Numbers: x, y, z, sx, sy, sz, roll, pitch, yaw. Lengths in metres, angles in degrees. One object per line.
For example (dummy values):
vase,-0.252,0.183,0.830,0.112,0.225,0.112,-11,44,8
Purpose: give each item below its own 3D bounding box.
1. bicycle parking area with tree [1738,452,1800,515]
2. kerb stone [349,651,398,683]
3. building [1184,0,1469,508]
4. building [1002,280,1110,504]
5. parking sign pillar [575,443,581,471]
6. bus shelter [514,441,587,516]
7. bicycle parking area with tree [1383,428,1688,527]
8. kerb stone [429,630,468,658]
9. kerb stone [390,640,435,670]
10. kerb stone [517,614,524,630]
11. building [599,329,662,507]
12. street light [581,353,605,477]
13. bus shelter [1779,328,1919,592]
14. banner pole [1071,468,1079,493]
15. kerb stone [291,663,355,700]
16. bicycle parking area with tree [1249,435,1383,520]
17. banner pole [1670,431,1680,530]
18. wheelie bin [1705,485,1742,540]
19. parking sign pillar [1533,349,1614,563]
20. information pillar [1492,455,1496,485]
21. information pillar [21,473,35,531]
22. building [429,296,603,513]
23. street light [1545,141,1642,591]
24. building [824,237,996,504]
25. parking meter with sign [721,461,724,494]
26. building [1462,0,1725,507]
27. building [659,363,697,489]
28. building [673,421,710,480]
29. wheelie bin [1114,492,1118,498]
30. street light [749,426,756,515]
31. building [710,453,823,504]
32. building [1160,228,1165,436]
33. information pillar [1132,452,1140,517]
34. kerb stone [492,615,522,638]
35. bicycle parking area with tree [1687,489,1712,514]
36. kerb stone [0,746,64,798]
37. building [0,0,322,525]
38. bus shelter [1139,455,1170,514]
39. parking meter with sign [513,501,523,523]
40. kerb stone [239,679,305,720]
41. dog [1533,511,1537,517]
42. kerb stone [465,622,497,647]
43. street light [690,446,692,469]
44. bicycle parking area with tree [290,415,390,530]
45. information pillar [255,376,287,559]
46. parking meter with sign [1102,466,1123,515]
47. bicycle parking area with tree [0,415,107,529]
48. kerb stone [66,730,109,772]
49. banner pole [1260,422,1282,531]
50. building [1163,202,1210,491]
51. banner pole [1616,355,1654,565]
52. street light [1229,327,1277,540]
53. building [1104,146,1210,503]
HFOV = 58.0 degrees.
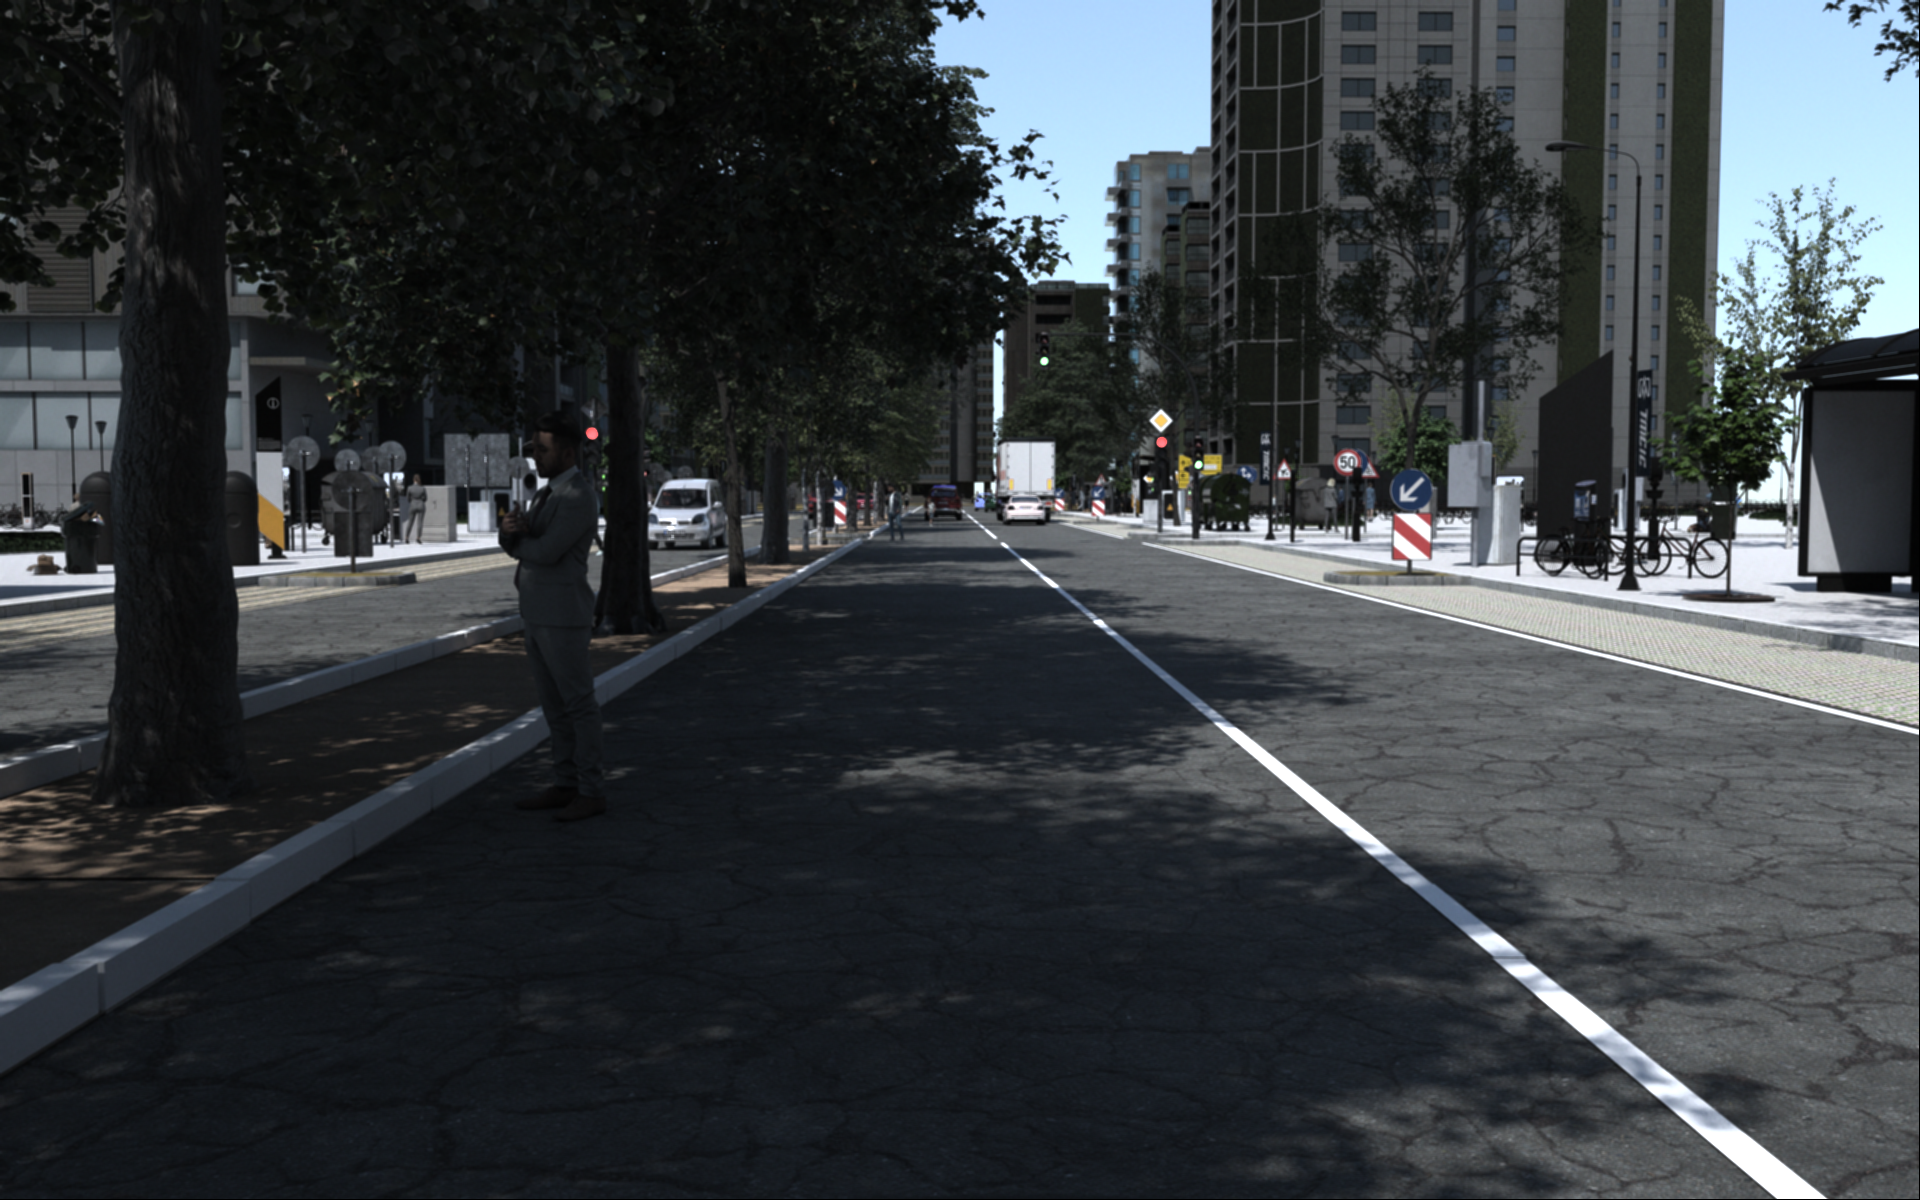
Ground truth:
bicycle parking area with tree,48.102,-7.446,108.736,9.016,4.147,8.231,1,4,14
kerb stone,-4.608,0.538,13.461,0.120,0.150,1.000,0,4,-1
building,31.848,-43.773,153.932,20.563,71.187,20.611,0,4,-1
building,12.990,-28.473,237.227,14.107,30.474,14.160,0,4,-1
parking sign pillar,-13.676,-4.387,60.202,1.447,3.967,1.447,2,4,34
bus shelter,-15.412,-4.438,66.479,2.014,3.302,5.546,0,4,0
bicycle parking area with tree,23.822,-5.233,72.556,9.016,4.147,8.231,-1,4,-10
kerb stone,-4.624,0.409,15.505,0.120,0.150,1.000,0,4,-1
kerb stone,-4.617,0.472,14.483,0.120,0.150,1.000,0,4,-1
kerb stone,-4.658,0.222,18.580,0.120,0.150,1.000,0,4,-1
building,-41.406,-18.439,146.513,27.650,21.520,28.899,0,4,-1
street light,-11.830,-5.150,56.739,1.470,5.913,1.316,0,4,-1
bus shelter,11.802,-1.599,20.064,2.014,3.302,5.546,0,4,-1
banner pole,8.836,-8.684,131.992,0.863,3.779,0.401,1,4,20
kerb stone,-4.595,0.597,12.435,0.120,0.150,1.000,0,4,-1
bicycle parking area with tree,18.104,-6.140,87.385,9.016,4.147,8.231,0,4,4
banner pole,25.152,-4.338,60.941,0.401,3.779,0.863,3,5,42
wheelie bin,21.513,-2.500,48.788,0.980,1.594,0.693,2,4,32
parking sign pillar,11.640,-2.709,32.768,1.447,3.967,1.447,2,4,26
information pillar,9.899,-1.729,32.758,0.304,2.012,0.304,-3,4,-37
information pillar,-32.833,-3.457,61.011,0.304,2.012,0.304,-1,4,-12
building,-32.738,-26.508,117.003,14.154,41.232,14.086,0,4,-1
street light,8.405,-3.085,22.974,1.470,5.913,1.316,0,4,-1
building,-6.965,-33.833,245.044,23.993,40.220,32.217,0,4,-1
parking meter with sign,-13.524,-5.895,92.636,1.738,3.016,0.543,0,4,1
building,62.678,-39.252,183.774,28.212,58.520,21.231,0,4,-1
building,-39.852,-29.726,177.903,23.993,40.220,32.217,0,4,-1
building,-40.415,-28.464,237.080,14.107,30.474,14.160,0,4,-1
wheelie bin,10.683,-6.978,122.001,0.693,1.594,0.980,1,4,22
street light,-12.336,-8.242,107.301,1.470,5.913,1.316,0,4,-1
building,-25.928,-28.444,236.764,14.107,30.474,14.160,0,4,-1
building,28.394,-25.429,187.468,14.160,30.474,14.107,0,4,-1
information pillar,9.792,-6.425,96.408,0.504,3.616,0.183,3,5,41
kerb stone,-4.649,0.284,17.558,0.120,0.150,1.000,0,4,-1
bicycle parking area with tree,30.747,-5.914,83.692,8.231,4.147,9.016,-1,4,-9
kerb stone,-4.552,0.848,8.340,0.120,0.150,1.000,0,4,-1
building,-40.602,-30.167,82.469,28.713,52.752,27.495,0,4,-1
bus shelter,11.834,-7.097,107.317,1.731,3.624,6.357,0,4,-1
parking meter with sign,-17.247,-4.425,68.616,0.543,3.016,1.738,1,4,19
kerb stone,-4.578,0.663,11.413,0.120,0.150,1.000,0,4,-1
dog,16.425,-2.072,48.262,0.800,0.831,0.513,3,4,36
kerb stone,-4.636,0.348,16.533,0.120,0.150,1.000,0,4,-1
street light,-12.191,-6.696,82.019,1.470,5.913,1.316,0,4,-1
bicycle parking area with tree,-23.470,-4.789,65.304,9.016,4.147,8.231,1,4,19
information pillar,-13.590,-2.617,34.135,0.504,3.616,0.183,-2,4,-28
parking meter with sign,9.188,-6.789,107.253,1.738,3.016,0.543,2,4,26
bicycle parking area with tree,-33.013,-4.827,65.928,9.016,4.147,8.231,0,4,-2
kerb stone,-4.565,0.787,9.363,0.120,0.150,1.000,0,4,-1
banner pole,10.782,-4.288,60.133,0.863,3.779,0.401,2,4,30
building,28.676,-24.558,173.232,14.160,30.474,14.107,0,4,-1
banner pole,12.128,-2.506,30.994,0.401,3.779,0.863,-1,4,-10
street light,8.139,-4.631,48.254,1.470,5.913,1.316,0,4,-1
building,35.225,-38.026,241.328,30.456,49.044,23.786,0,4,-1
